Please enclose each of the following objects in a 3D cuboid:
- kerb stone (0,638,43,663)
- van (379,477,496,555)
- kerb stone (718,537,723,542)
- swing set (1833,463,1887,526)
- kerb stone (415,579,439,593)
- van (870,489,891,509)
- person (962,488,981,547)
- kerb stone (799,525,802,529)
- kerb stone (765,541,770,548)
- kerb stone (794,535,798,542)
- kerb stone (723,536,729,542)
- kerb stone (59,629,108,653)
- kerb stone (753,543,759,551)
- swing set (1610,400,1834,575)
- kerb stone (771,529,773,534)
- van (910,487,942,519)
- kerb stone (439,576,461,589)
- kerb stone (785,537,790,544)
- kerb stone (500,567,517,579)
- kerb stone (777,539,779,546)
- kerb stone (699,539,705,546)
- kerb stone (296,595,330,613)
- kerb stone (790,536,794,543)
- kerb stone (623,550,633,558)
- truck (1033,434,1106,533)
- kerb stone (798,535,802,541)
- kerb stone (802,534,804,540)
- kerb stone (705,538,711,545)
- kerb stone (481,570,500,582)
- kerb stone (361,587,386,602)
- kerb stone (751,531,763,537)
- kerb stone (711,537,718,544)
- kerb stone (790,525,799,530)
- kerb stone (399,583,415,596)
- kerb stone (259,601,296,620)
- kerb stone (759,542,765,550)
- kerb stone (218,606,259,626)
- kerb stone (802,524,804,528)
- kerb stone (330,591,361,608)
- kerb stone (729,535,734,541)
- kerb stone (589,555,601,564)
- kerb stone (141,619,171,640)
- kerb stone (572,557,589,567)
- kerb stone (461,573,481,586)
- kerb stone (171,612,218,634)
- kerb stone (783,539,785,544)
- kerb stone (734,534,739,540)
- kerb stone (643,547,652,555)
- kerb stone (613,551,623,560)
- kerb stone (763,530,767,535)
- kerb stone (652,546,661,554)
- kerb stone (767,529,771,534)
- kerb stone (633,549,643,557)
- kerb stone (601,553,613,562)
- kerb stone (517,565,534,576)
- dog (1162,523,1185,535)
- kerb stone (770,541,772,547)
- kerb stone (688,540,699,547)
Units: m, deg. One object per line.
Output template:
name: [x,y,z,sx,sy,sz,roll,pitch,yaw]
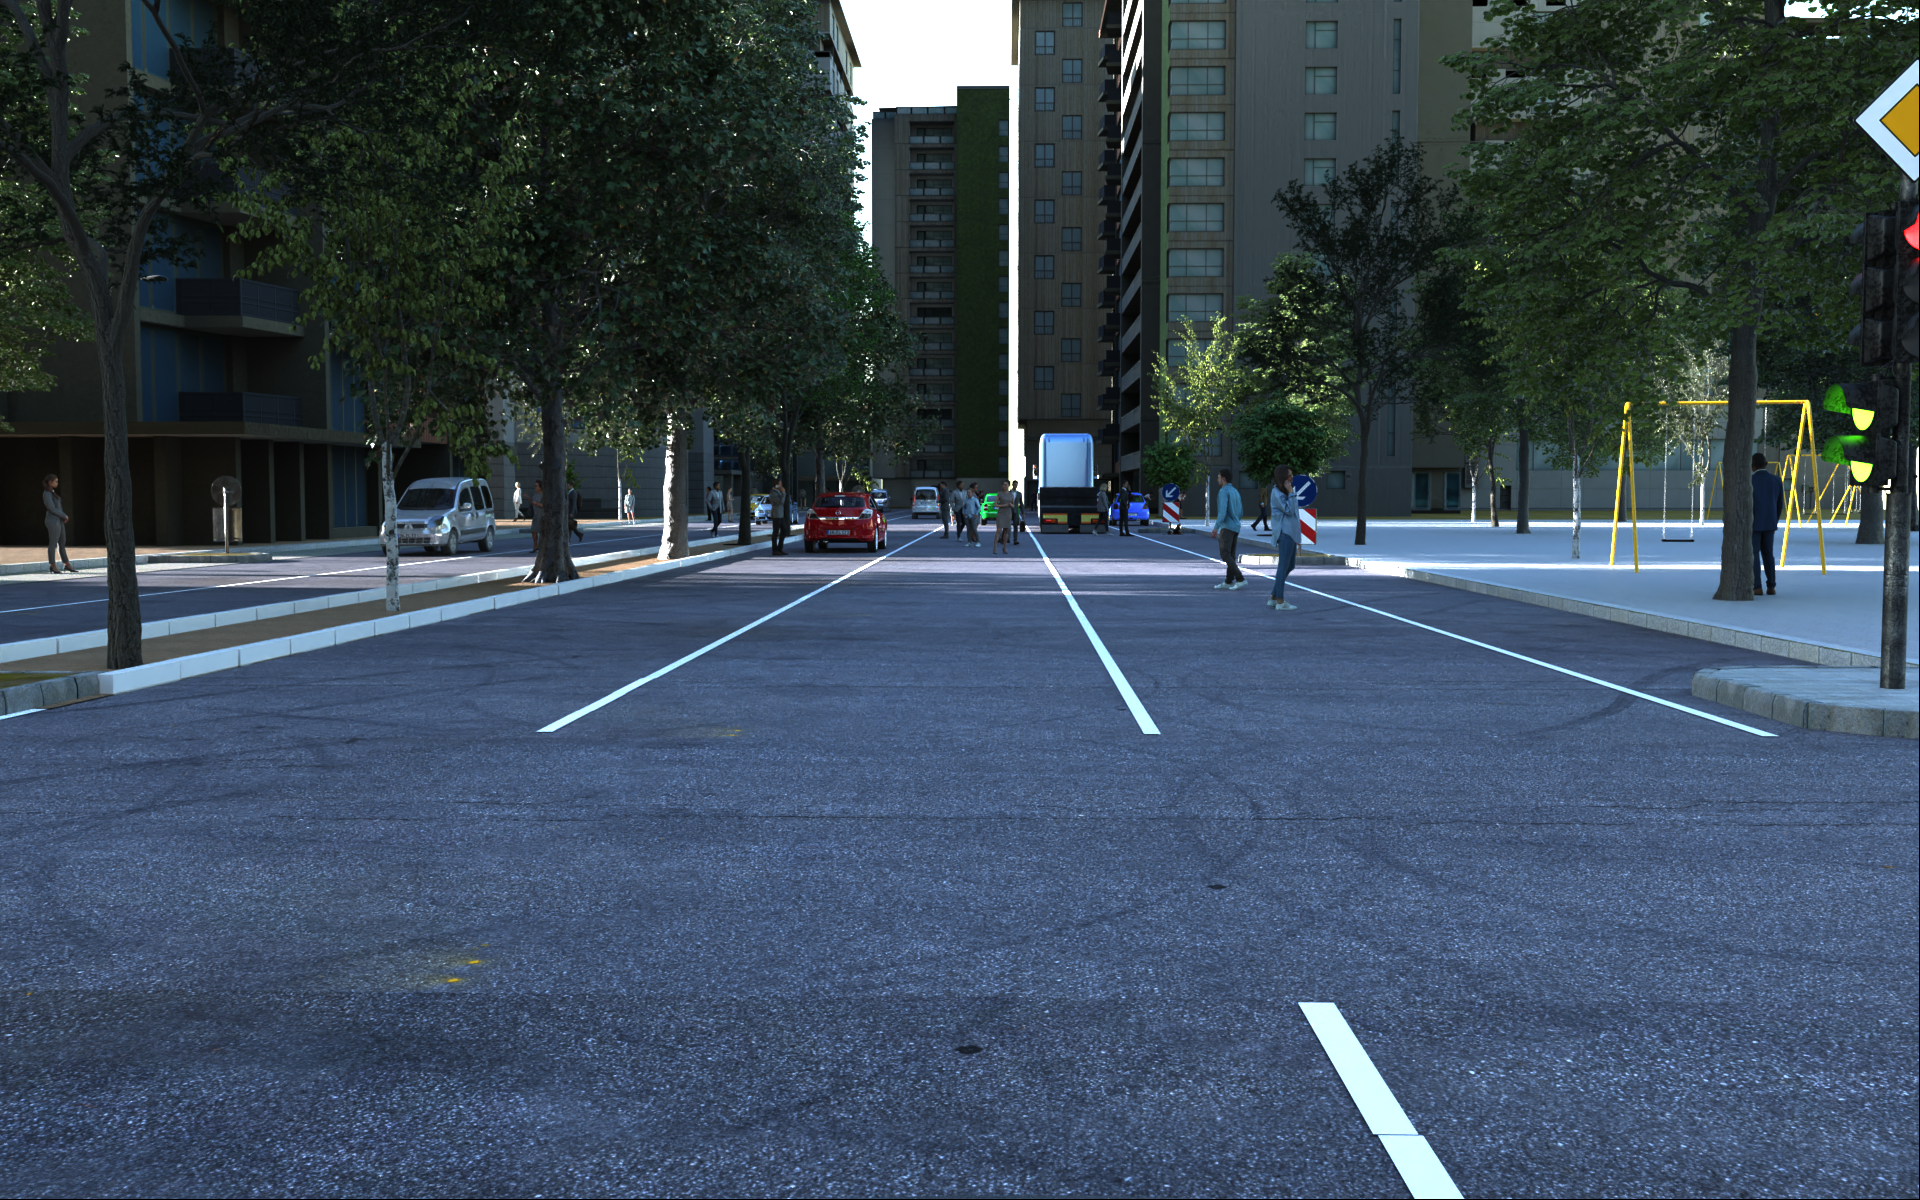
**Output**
kerb stone: [-8.124,0.444,14.935,0.120,0.150,1.000,0,4,2]
van: [-12.574,-2.126,41.776,2.013,2.044,4.112,0,4,3]
kerb stone: [-7.160,-1.746,50.813,0.120,0.150,1.000,0,4,2]
swing set: [34.362,-4.339,68.555,3.119,2.851,2.862,0,4,5]
kerb stone: [-7.845,-0.176,25.195,0.120,0.150,1.000,0,4,2]
van: [-6.530,-8.122,139.804,2.013,2.044,4.112,0,4,1]
person: [0.293,-2.256,47.203,0.589,1.601,0.330,3,4,38]
kerb stone: [-6.635,-2.944,70.326,0.120,0.150,1.000,0,4,2]
kerb stone: [-5.192,-1.428,45.615,0.120,0.150,1.000,0,4,2]
kerb stone: [-5.038,-1.808,51.760,0.120,0.150,1.000,0,4,2]
kerb stone: [-7.128,-1.814,51.856,0.120,0.150,1.000,0,4,2]
kerb stone: [-8.091,0.383,15.966,0.120,0.150,1.000,0,4,2]
kerb stone: [-5.257,-1.304,43.567,0.120,0.150,1.000,0,4,2]
swing set: [12.603,-1.934,29.235,3.119,2.851,2.862,1,4,13]
kerb stone: [-6.857,-2.443,62.142,0.120,0.150,1.000,0,4,2]
van: [-1.915,-5.707,100.319,2.013,2.044,4.112,0,4,1]
kerb stone: [-7.821,-0.247,26.234,0.120,0.150,1.000,0,4,2]
kerb stone: [-5.084,-1.683,49.714,0.120,0.150,1.000,0,4,2]
kerb stone: [-7.732,-0.435,29.300,0.120,0.150,1.000,0,4,2]
kerb stone: [-5.141,-1.556,47.663,0.120,0.150,1.000,0,4,2]
kerb stone: [-7.236,-1.561,47.739,0.120,0.150,1.000,0,4,2]
kerb stone: [-7.957,0.071,21.101,0.120,0.150,1.000,0,4,2]
kerb stone: [-5.061,-1.743,50.736,0.120,0.150,1.000,0,4,2]
kerb stone: [-7.491,-0.998,38.521,0.120,0.150,1.000,0,4,2]
truck: [4.491,-4.989,71.325,2.967,4.110,18.799,0,4,2]
kerb stone: [-4.999,-1.871,52.782,0.120,0.150,1.000,0,4,2]
kerb stone: [-4.973,-1.934,53.808,0.120,0.150,1.000,0,4,2]
kerb stone: [-7.217,-1.623,48.763,0.120,0.150,1.000,0,4,2]
kerb stone: [-7.765,-0.372,28.278,0.120,0.150,1.000,0,4,2]
kerb stone: [-7.904,-0.055,23.151,0.120,0.150,1.000,0,4,2]
kerb stone: [-6.943,-2.254,59.049,0.120,0.150,1.000,0,4,2]
kerb stone: [-7.187,-1.686,49.791,0.120,0.150,1.000,0,4,2]
kerb stone: [-6.670,-2.881,69.305,0.120,0.150,1.000,0,4,2]
kerb stone: [-7.872,-0.121,24.173,0.120,0.150,1.000,0,4,2]
kerb stone: [-7.985,0.130,20.071,0.120,0.150,1.000,0,4,2]
kerb stone: [-5.221,-1.370,44.590,0.120,0.150,1.000,0,4,2]
kerb stone: [-8.015,0.195,19.048,0.120,0.150,1.000,0,4,2]
kerb stone: [-6.615,-3.006,71.348,0.120,0.150,1.000,0,4,2]
kerb stone: [-7.931,0.004,22.128,0.120,0.150,1.000,0,4,2]
kerb stone: [-7.102,-1.875,52.881,0.120,0.150,1.000,0,4,2]
kerb stone: [-7.569,-0.808,35.445,0.120,0.150,1.000,0,4,2]
kerb stone: [-8.063,0.319,16.988,0.120,0.150,1.000,0,4,2]
kerb stone: [-7.598,-0.748,34.423,0.120,0.150,1.000,0,4,2]
kerb stone: [-7.795,-0.310,27.256,0.120,0.150,1.000,0,4,2]
kerb stone: [-8.041,0.255,18.021,0.120,0.150,1.000,0,4,2]
kerb stone: [-5.119,-1.620,48.693,0.120,0.150,1.000,0,4,2]
kerb stone: [-7.071,-1.939,53.905,0.120,0.150,1.000,0,4,2]
kerb stone: [-7.429,-1.122,40.568,0.120,0.150,1.000,0,4,2]
kerb stone: [-7.523,-0.936,37.495,0.120,0.150,1.000,0,4,2]
kerb stone: [-6.910,-2.317,60.079,0.120,0.150,1.000,0,4,2]
kerb stone: [-7.405,-1.186,41.592,0.120,0.150,1.000,0,4,2]
kerb stone: [-6.881,-2.379,61.112,0.120,0.150,1.000,0,4,2]
kerb stone: [-7.461,-1.061,39.546,0.120,0.150,1.000,0,4,2]
kerb stone: [-7.542,-0.873,36.467,0.120,0.150,1.000,0,4,2]
kerb stone: [-7.707,-0.494,30.322,0.120,0.150,1.000,0,4,2]
dog: [7.536,-2.505,61.145,0.748,0.427,0.550,1,4,19]
kerb stone: [-5.167,-1.494,46.638,0.120,0.150,1.000,0,4,2]
kerb stone: [-7.271,-1.500,46.718,0.120,0.150,1.000,0,4,2]
